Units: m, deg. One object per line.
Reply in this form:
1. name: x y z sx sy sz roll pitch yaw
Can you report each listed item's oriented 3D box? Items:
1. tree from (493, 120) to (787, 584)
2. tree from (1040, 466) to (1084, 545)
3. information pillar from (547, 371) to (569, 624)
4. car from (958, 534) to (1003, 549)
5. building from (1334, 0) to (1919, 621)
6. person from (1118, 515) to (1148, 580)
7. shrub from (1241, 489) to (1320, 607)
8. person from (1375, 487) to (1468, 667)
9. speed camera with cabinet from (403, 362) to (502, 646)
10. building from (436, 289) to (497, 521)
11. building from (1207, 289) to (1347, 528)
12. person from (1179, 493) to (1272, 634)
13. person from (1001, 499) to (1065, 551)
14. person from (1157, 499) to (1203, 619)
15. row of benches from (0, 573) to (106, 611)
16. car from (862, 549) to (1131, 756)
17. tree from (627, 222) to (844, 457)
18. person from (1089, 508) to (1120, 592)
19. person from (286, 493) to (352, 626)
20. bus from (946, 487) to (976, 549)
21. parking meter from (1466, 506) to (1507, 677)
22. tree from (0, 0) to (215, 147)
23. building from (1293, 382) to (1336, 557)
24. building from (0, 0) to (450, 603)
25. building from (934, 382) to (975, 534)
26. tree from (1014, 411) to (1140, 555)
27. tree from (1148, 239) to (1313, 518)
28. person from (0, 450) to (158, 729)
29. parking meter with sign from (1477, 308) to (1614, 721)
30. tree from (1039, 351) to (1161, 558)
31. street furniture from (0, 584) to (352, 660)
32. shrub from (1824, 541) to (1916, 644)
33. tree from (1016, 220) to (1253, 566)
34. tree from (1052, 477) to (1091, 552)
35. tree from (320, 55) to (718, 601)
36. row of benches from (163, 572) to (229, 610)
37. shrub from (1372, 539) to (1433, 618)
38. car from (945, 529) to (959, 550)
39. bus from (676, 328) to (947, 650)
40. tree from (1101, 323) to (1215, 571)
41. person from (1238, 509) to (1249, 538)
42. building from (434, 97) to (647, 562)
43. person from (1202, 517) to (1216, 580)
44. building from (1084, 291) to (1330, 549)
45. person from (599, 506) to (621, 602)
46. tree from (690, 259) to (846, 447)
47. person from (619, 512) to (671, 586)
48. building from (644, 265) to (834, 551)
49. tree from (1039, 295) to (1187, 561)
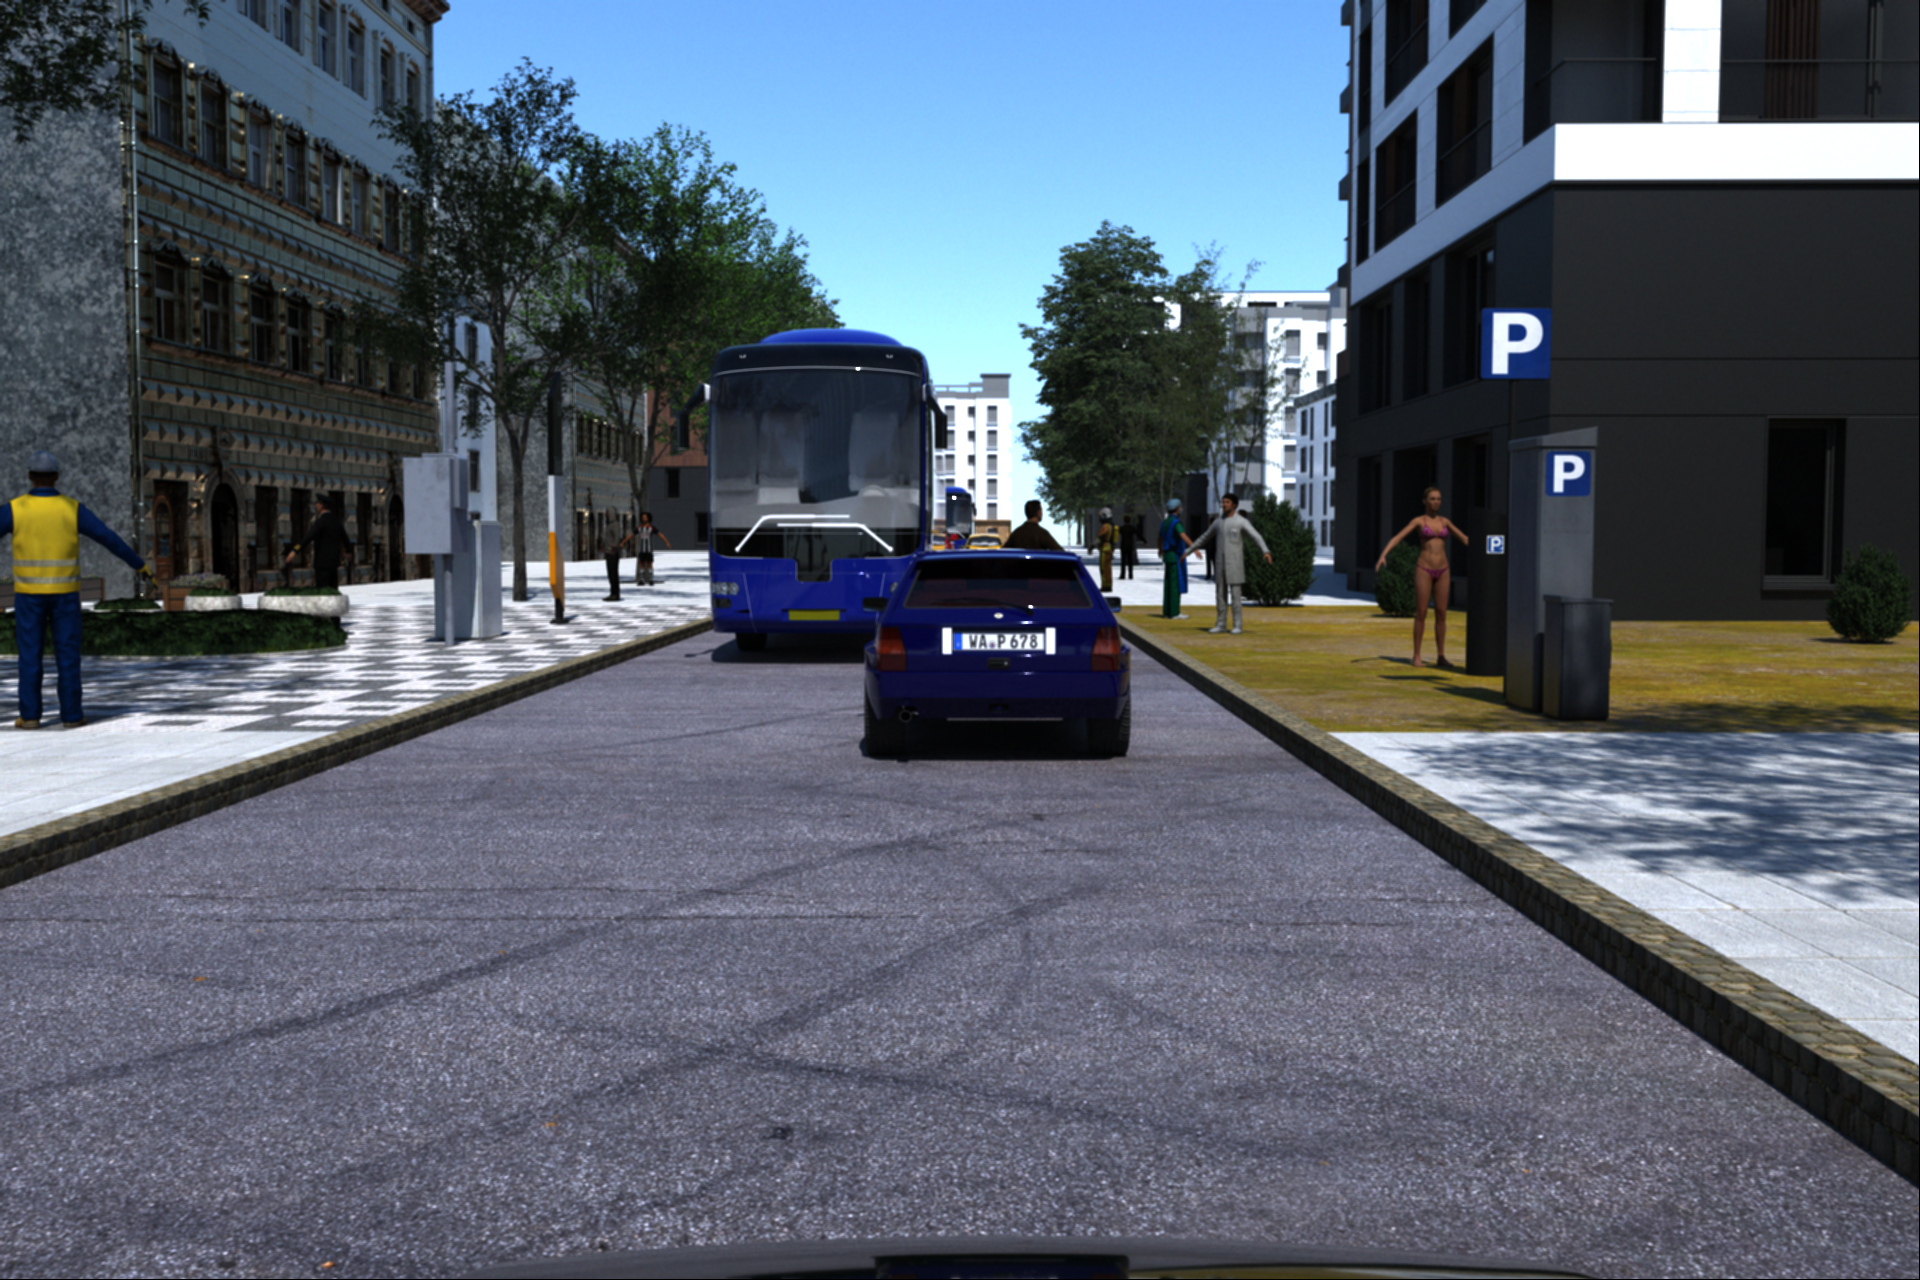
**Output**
1. tree: -8.349 -7.281 44.793 9.928 11.665 9.643 0 3 0
2. tree: 14.310 -18.314 206.090 9.857 13.997 8.962 0 3 0
3. information pillar: -5.756 -2.039 24.686 0.183 3.616 0.504 0 4 2
4. car: 0.927 -3.444 66.526 2.015 1.641 3.980 0 3 0
5. building: 22.770 -12.044 40.889 27.936 21.610 32.646 0 4 1
6. person: 4.699 -2.612 48.898 1.347 1.806 0.705 -1 4 -13
7. shrub: 5.513 -1.628 30.652 1.661 2.075 1.752 0 3 0
8. person: 4.587 -0.608 16.738 1.217 1.733 0.721 0 4 -8
9. speed camera with cabinet: -6.048 -1.612 20.687 0.660 3.252 2.038 0 4 1
10. building: -21.884 -7.506 64.877 9.099 9.664 28.070 0 4 1
11. building: 25.494 -17.415 141.162 16.016 20.090 11.380 0 4 1
12. person: 3.448 -0.985 22.289 1.347 1.806 0.705 3 5 39
13. person: 0.829 -0.646 19.163 1.346 1.812 0.704 3 5 43
14. person: 3.268 -1.230 26.245 0.704 1.817 1.347 -1 4 -20
15. row of benches: -14.655 -0.727 27.354 1.422 0.672 4.104 0 4 -5
16. car: 0.239 0.002 12.546 1.945 1.354 3.894 0 3 0
17. tree: -7.659 -8.069 57.685 9.928 11.665 9.643 0 3 0
18. person: 3.195 -1.985 38.220 0.705 1.858 1.354 2 4 26
19. person: -8.700 -1.086 23.699 0.705 1.837 1.347 1 4 16
20. bus: -0.580 -6.223 93.287 2.896 3.916 12.251 0 4 0
21. parking meter: 4.792 -0.446 15.707 0.372 1.533 0.369 0 3 0
22. tree: -8.394 -4.652 10.467 8.767 10.594 7.601 1 4 18
23. building: 25.255 -9.274 93.776 9.099 9.664 28.070 0 3 0
24. building: -24.460 -12.842 40.891 19.493 23.208 18.063 0 4 1
25. building: -5.108 -21.399 208.747 11.380 20.090 16.016 0 4 7
26. tree: 7.731 -10.492 105.958 7.601 10.594 8.767 3 5 42
27. tree: 6.657 -5.713 43.770 4.360 8.622 3.978 0 3 0
28. person: -6.058 -0.338 11.494 1.349 1.833 0.705 -2 4 -29
29. parking meter with sign: 4.295 -1.002 12.642 0.543 3.016 1.738 0 4 -1
30. tree: 7.897 -10.247 93.290 9.928 11.665 9.643 0 3 0
31. street furniture: -11.927 -0.240 19.557 10.072 0.657 5.734 0 4 -6
32. shrub: 10.689 -0.565 20.352 1.383 1.207 1.383 0 3 0
33. tree: 6.927 -9.996 70.092 9.857 13.997 8.962 0 3 0
34. tree: 7.325 -10.253 117.994 4.360 8.622 3.978 0 3 0
35. tree: -8.265 -6.037 33.116 8.767 10.594 7.601 1 4 22
36. row of benches: -11.616 -0.672 26.447 1.422 0.672 4.104 -1 4 -19
37. shrub: 6.830 -0.951 26.660 1.383 1.207 1.383 0 3 0
38. car: -1.167 -2.464 48.954 2.281 1.827 5.304 0 4 1
39. bus: -1.548 -2.018 24.541 2.896 3.916 12.251 0 4 0
40. tree: 7.212 -6.726 60.329 4.360 8.622 3.978 0 3 0
41. person: 6.050 -1.909 37.345 0.704 1.812 1.346 2 4 31
42. building: -26.864 -15.710 87.783 19.493 23.208 18.063 0 4 0
43. person: 6.922 -2.522 47.951 1.216 1.740 0.721 -2 4 -32
44. building: 25.421 -19.469 162.296 27.936 21.610 32.646 0 4 0
45. person: -6.665 -1.648 33.079 0.705 1.813 1.348 -1 4 -22
46. tree: -8.017 -10.564 79.375 9.857 13.997 8.962 0 3 0
47. person: -7.799 -2.252 42.970 1.345 1.843 0.704 0 4 8
48. building: -25.973 -18.536 147.035 27.936 21.610 32.646 0 4 1
49. tree: 7.363 -10.035 82.204 7.486 12.596 7.792 0 3 0
